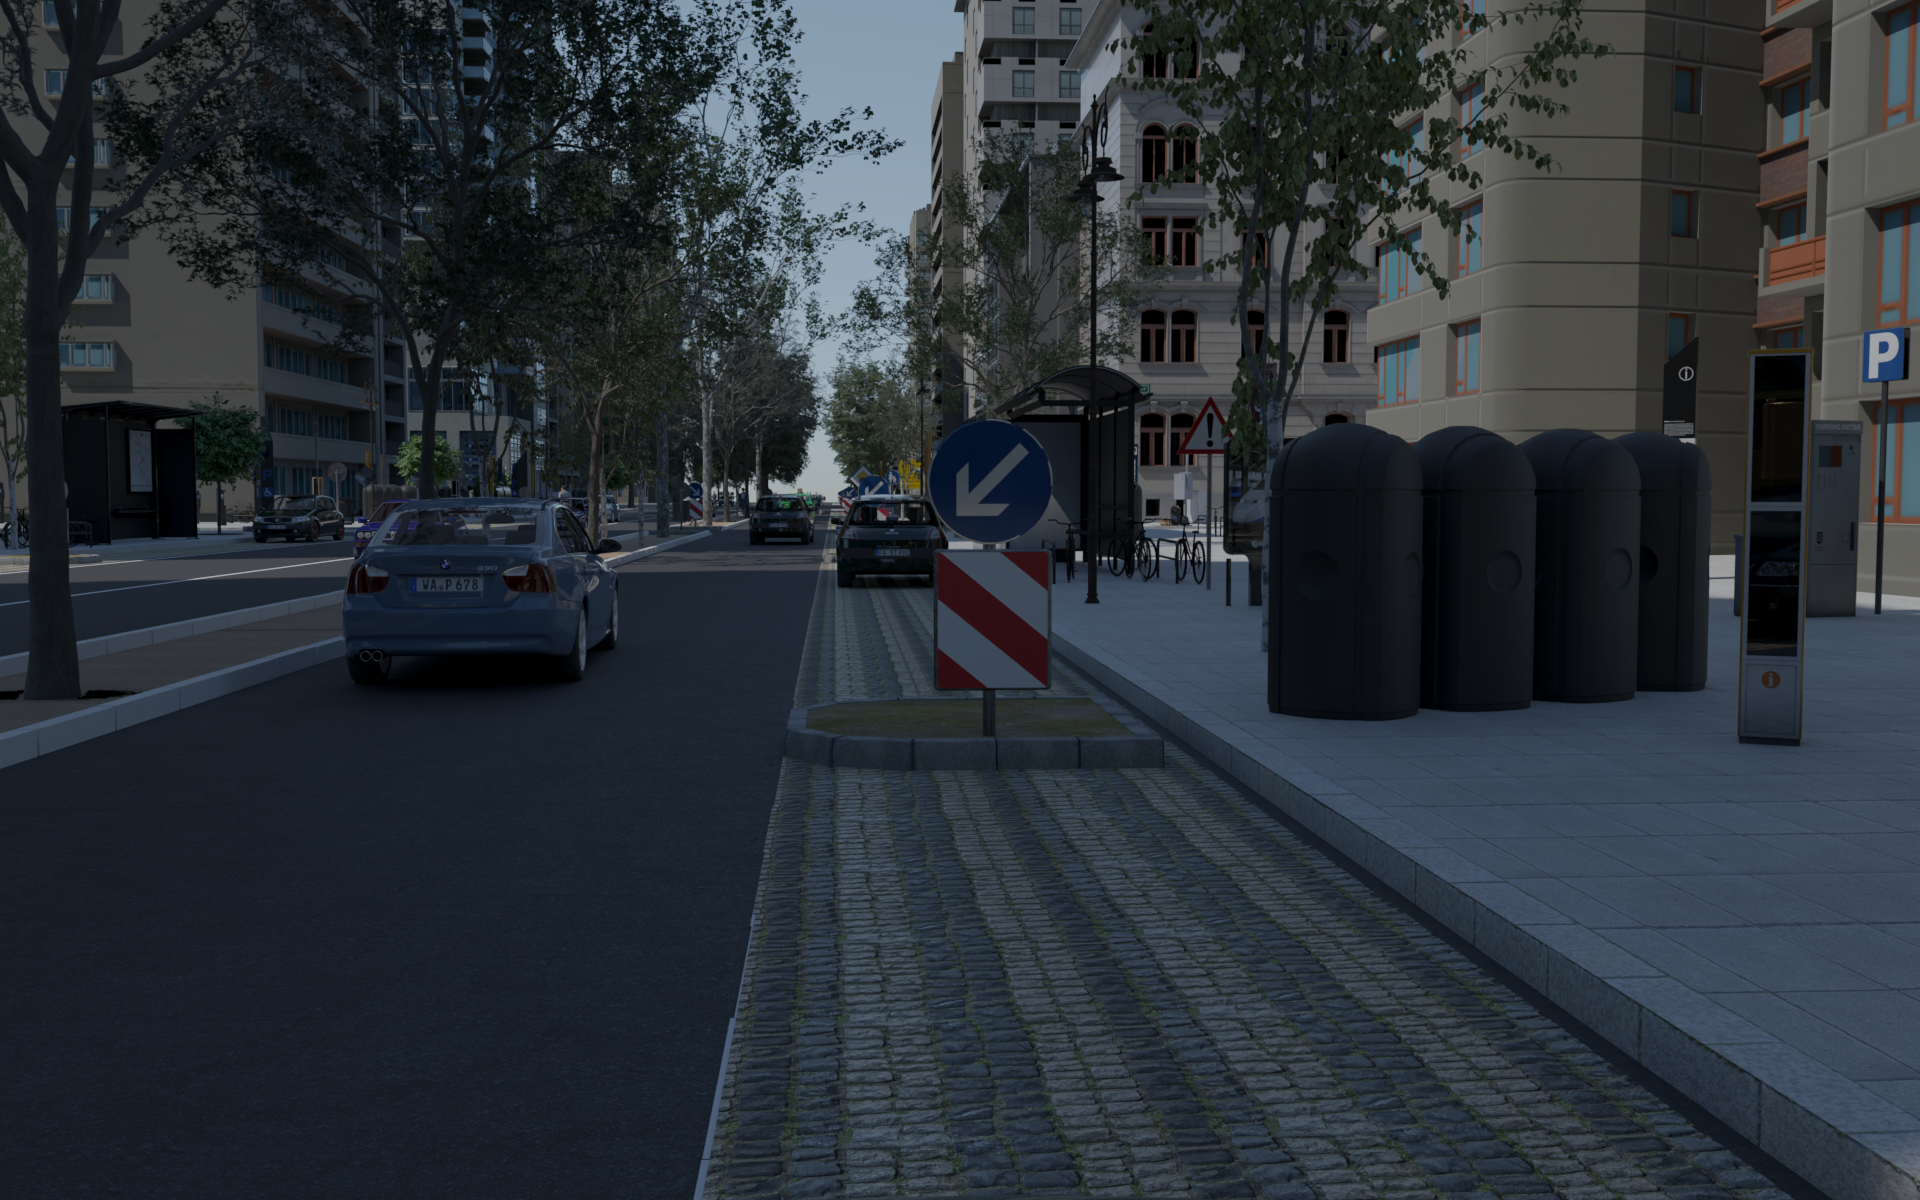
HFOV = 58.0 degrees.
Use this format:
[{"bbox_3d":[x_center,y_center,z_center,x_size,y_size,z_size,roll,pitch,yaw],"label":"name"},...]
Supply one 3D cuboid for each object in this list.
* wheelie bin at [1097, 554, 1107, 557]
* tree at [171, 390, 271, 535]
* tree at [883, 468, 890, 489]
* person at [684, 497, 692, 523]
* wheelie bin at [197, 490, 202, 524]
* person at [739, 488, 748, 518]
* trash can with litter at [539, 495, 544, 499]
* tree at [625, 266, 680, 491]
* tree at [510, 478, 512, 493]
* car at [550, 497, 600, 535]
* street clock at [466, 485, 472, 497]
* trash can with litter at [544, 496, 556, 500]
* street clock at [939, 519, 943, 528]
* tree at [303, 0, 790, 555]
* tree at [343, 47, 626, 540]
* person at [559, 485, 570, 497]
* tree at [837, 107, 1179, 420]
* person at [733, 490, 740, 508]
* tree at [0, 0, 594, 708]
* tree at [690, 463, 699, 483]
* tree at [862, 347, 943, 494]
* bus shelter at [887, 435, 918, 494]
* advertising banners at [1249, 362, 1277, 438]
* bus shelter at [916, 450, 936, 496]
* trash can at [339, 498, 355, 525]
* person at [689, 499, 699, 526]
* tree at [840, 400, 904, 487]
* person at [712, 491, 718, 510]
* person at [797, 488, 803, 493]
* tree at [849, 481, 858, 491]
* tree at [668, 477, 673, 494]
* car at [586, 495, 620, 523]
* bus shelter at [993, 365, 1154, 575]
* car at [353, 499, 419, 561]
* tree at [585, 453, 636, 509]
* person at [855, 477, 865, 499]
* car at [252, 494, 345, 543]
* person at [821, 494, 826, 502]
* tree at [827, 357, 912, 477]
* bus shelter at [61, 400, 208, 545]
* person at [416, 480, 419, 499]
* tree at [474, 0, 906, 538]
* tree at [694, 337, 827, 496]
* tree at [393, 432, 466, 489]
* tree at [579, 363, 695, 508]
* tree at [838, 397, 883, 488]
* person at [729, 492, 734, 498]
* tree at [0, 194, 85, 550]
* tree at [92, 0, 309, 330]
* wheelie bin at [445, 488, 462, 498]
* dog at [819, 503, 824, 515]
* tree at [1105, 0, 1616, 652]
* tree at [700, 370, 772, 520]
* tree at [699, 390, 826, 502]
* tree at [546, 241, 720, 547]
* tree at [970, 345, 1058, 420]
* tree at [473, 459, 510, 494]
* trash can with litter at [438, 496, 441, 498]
[{"bbox_3d":[3.048,-1.673,35.265,0.693,1.594,0.980,0,4,6],"label":"wheelie bin"},{"bbox_3d":[-23.419,-4.335,54.587,4.285,4.588,4.351,0,3,0],"label":"tree"},{"bbox_3d":[-5.298,-8.045,126.131,1.663,3.219,1.824,0,3,0],"label":"tree"},{"bbox_3d":[-13.172,-4.598,84.033,0.694,1.780,0.624,2,4,32],"label":"person"},{"bbox_3d":[-33.097,-4.078,74.582,0.693,1.594,0.980,1,4,22],"label":"wheelie bin"},{"bbox_3d":[-12.864,-5.785,103.112,0.581,1.822,0.654,2,4,30],"label":"person"},{"bbox_3d":[-28.384,-6.564,118.370,1.678,1.210,2.233,0,4,6],"label":"trash can with litter"},{"bbox_3d":[-8.632,-5.436,41.699,4.360,8.622,3.978,0,3,0],"label":"tree"},{"bbox_3d":[-29.894,-7.249,113.123,1.663,3.219,1.824,0,3,0],"label":"tree"},{"bbox_3d":[-13.312,-2.823,58.743,1.945,1.354,3.894,0,4,-2],"label":"car"},{"bbox_3d":[-40.279,-8.415,142.161,0.471,2.002,0.358,-2,4,-25],"label":"street clock"},{"bbox_3d":[-26.880,-6.235,113.326,0.624,1.170,1.055,2,4,34],"label":"trash can with litter"},{"bbox_3d":[-0.587,-3.082,54.962,0.358,2.002,0.471,2,4,28],"label":"street clock"},{"bbox_3d":[-7.700,-6.040,35.622,8.767,10.594,7.601,0,4,-4],"label":"tree"},{"bbox_3d":[-7.815,-4.613,28.247,4.360,8.622,3.978,0,3,0],"label":"tree"},{"bbox_3d":[-18.575,-4.470,81.435,0.661,1.843,0.795,-3,5,-42],"label":"person"},{"bbox_3d":[1.027,-6.629,42.803,8.767,10.594,7.601,0,4,3],"label":"tree"},{"bbox_3d":[-23.177,-10.540,180.968,0.705,1.807,1.348,3,4,36],"label":"person"},{"bbox_3d":[-6.396,-6.057,11.866,12.009,13.543,11.850,0,3,0],"label":"tree"},{"bbox_3d":[-41.334,-23.558,302.185,9.611,12.733,9.660,0,3,0],"label":"tree"},{"bbox_3d":[-2.860,-8.316,86.327,4.360,8.622,3.978,0,3,0],"label":"tree"},{"bbox_3d":[-3.721,-8.338,113.951,2.179,5.291,8.768,0,4,-4],"label":"bus shelter"},{"bbox_3d":[4.499,-1.616,22.615,0.090,3.025,2.074,-3,4,-36],"label":"advertising banners"},{"bbox_3d":[-0.934,-5.241,79.620,2.014,3.302,5.546,0,4,-4],"label":"bus shelter"},{"bbox_3d":[-25.471,-3.685,71.903,0.748,1.137,0.748,0,3,0],"label":"trash can"},{"bbox_3d":[-11.463,-3.799,74.881,0.640,1.303,0.475,1,4,18],"label":"person"},{"bbox_3d":[-6.067,-11.147,132.613,4.737,8.622,4.395,0,3,0],"label":"tree"},{"bbox_3d":[-21.767,-8.805,153.386,0.541,1.710,0.530,3,5,41],"label":"person"},{"bbox_3d":[-10.611,-6.504,114.823,0.580,1.828,0.573,3,4,39],"label":"person"},{"bbox_3d":[-12.355,-14.014,212.839,4.285,4.588,4.351,0,3,0],"label":"tree"},{"bbox_3d":[-33.117,-12.402,197.374,1.663,3.219,1.824,0,3,0],"label":"tree"},{"bbox_3d":[-18.174,-4.600,87.210,2.014,1.417,4.499,0,4,-5],"label":"car"},{"bbox_3d":[1.824,-2.201,29.904,2.014,3.302,5.546,0,4,-4],"label":"bus shelter"},{"bbox_3d":[-11.247,-1.408,35.602,1.945,1.354,3.894,0,4,-6],"label":"car"},{"bbox_3d":[-29.829,-10.160,149.833,4.285,4.588,4.351,0,3,0],"label":"tree"},{"bbox_3d":[-2.127,-1.808,38.251,0.419,1.800,0.721,-1,4,-8],"label":"person"},{"bbox_3d":[-19.845,-2.583,52.018,2.009,1.686,4.222,0,4,-3],"label":"car"},{"bbox_3d":[-19.935,-14.707,252.147,0.799,1.438,0.628,0,4,-4],"label":"person"},{"bbox_3d":[-8.205,-15.498,160.051,9.857,13.997,8.962,0,3,0],"label":"tree"},{"bbox_3d":[-22.074,-3.371,46.391,1.731,3.624,6.357,0,4,-4],"label":"bus shelter"},{"bbox_3d":[-14.929,-2.423,48.218,0.850,1.850,0.679,0,4,5],"label":"person"},{"bbox_3d":[-8.459,-12.056,55.454,12.611,20.169,13.585,0,3,0],"label":"tree"},{"bbox_3d":[-14.598,-13.415,128.447,9.857,13.997,8.962,0,3,0],"label":"tree"},{"bbox_3d":[-25.129,-5.993,81.699,4.285,4.588,4.351,0,3,0],"label":"tree"},{"bbox_3d":[-30.440,-15.466,159.526,9.857,13.997,8.962,0,3,0],"label":"tree"},{"bbox_3d":[-10.630,-17.395,202.536,7.486,12.596,7.792,0,3,0],"label":"tree"},{"bbox_3d":[-34.109,-15.134,255.943,1.348,1.824,0.705,1,4,18],"label":"person"},{"bbox_3d":[-21.996,-5.460,39.641,4.737,8.622,4.395,0,3,0],"label":"tree"},{"bbox_3d":[-7.035,-5.216,22.159,8.767,10.594,7.601,0,4,-4],"label":"tree"},{"bbox_3d":[-27.138,-5.197,92.880,0.980,1.594,0.693,0,4,-2],"label":"wheelie bin"},{"bbox_3d":[-9.696,-6.318,120.140,0.513,0.831,0.800,2,4,35],"label":"dog"},{"bbox_3d":[2.760,-3.891,13.981,4.737,8.622,4.395,0,3,0],"label":"tree"},{"bbox_3d":[-12.370,-8.758,96.020,4.360,8.622,3.978,0,3,0],"label":"tree"},{"bbox_3d":[-15.556,-13.428,139.014,9.611,12.733,9.660,0,3,0],"label":"tree"},{"bbox_3d":[-8.711,-5.761,47.008,4.737,8.622,4.395,0,3,0],"label":"tree"},{"bbox_3d":[2.581,-8.259,85.398,4.360,8.622,3.978,0,3,0],"label":"tree"},{"bbox_3d":[-25.502,-6.065,93.759,1.663,3.219,1.824,0,3,0],"label":"tree"},{"bbox_3d":[-26.633,-4.702,88.273,0.624,1.170,1.055,0,4,-5],"label":"trash can with litter"}]
